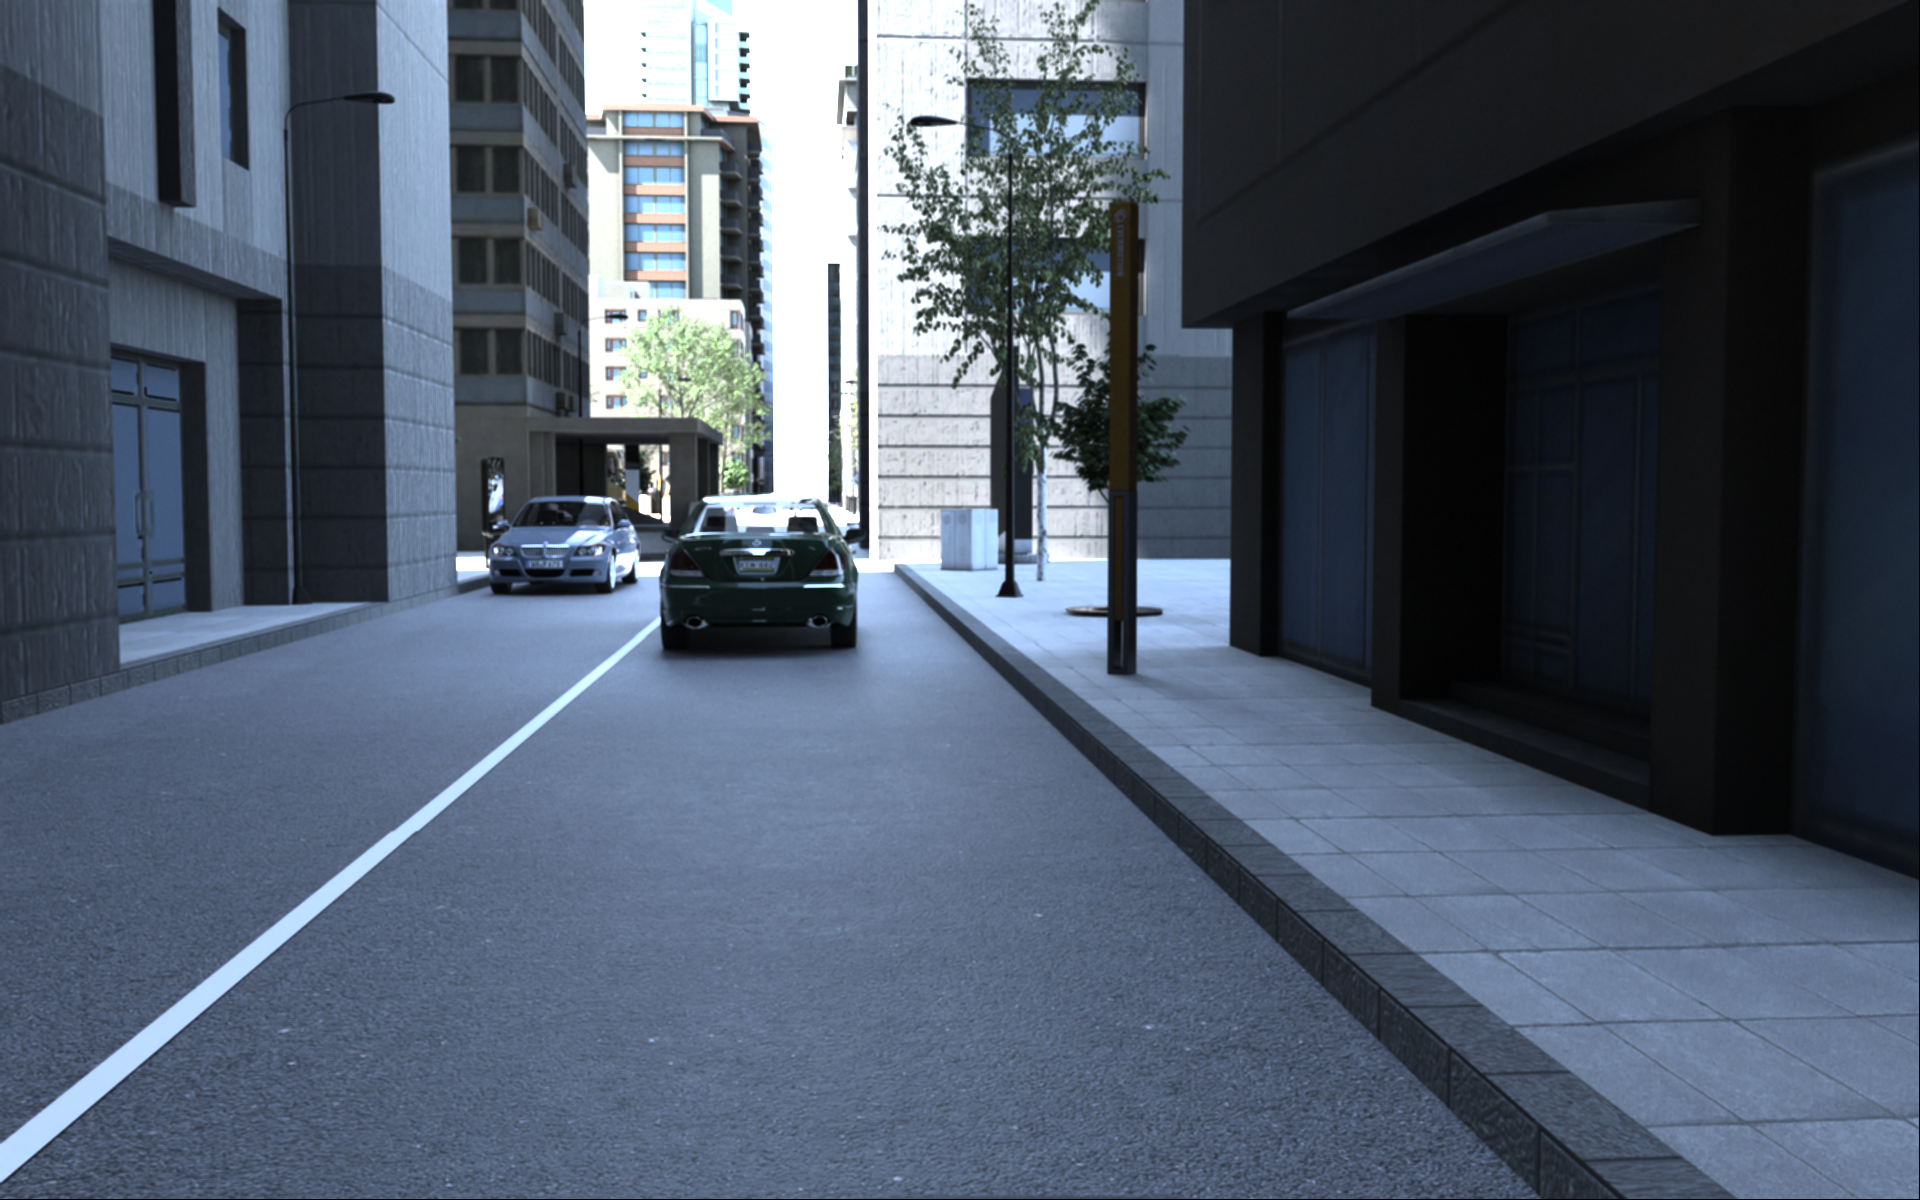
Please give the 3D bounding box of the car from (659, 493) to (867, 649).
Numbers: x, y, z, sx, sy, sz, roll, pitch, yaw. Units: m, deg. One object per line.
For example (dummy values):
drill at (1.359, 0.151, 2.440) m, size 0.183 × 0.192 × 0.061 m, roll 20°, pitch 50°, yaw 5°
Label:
car at (-1.984, -0.349, 17.509) m, size 2.131 × 1.459 × 4.920 m, roll 0°, pitch 4°, yaw -5°

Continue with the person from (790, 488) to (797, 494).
person at (-10.297, -6.061, 107.557) m, size 0.622 × 1.834 × 0.822 m, roll 1°, pitch 4°, yaw 9°

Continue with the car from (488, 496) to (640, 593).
car at (-5.978, -0.889, 26.541) m, size 2.014 × 1.417 × 4.499 m, roll 0°, pitch 4°, yaw -3°

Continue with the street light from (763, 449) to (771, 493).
street light at (-20.676, -12.665, 179.607) m, size 1.470 × 5.913 × 1.316 m, roll 0°, pitch 4°, yaw -5°

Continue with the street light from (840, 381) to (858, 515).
street light at (-4.057, -6.026, 71.071) m, size 1.470 × 5.913 × 1.316 m, roll 0°, pitch 4°, yaw -5°

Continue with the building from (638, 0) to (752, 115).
building at (-42.730, -59.962, 293.054) m, size 22.319 × 86.520 × 31.000 m, roll 0°, pitch 4°, yaw -5°

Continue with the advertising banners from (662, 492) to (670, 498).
advertising banners at (-23.091, -8.707, 138.540) m, size 2.074 × 3.025 × 0.090 m, roll 0°, pitch 4°, yaw 1°

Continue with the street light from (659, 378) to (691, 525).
street light at (-11.449, -5.925, 69.417) m, size 1.470 × 5.913 × 1.316 m, roll 0°, pitch 4°, yaw -5°

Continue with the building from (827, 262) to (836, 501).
building at (-16.449, -38.074, 306.103) m, size 14.154 × 41.232 × 14.086 m, roll 0°, pitch 4°, yaw -5°

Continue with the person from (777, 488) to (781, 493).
person at (-10.792, -5.835, 104.180) m, size 0.850 × 1.792 × 0.678 m, roll 0°, pitch 4°, yaw -1°

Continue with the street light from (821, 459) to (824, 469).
street light at (-15.406, -14.251, 205.549) m, size 1.470 × 5.913 × 1.316 m, roll 0°, pitch 4°, yaw -5°

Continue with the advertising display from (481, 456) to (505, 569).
advertising display at (-8.101, -1.520, 30.068) m, size 0.123 × 1.923 × 0.974 m, roll 0°, pitch 4°, yaw 2°

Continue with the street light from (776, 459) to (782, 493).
street light at (-25.549, -16.204, 237.475) m, size 1.470 × 5.913 × 1.316 m, roll 0°, pitch 4°, yaw -5°

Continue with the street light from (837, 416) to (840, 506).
street light at (-4.728, -6.509, 78.962) m, size 1.470 × 5.913 × 1.316 m, roll 0°, pitch 4°, yaw -5°

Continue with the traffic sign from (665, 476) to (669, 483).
traffic sign at (-11.601, -4.090, 70.507) m, size 0.795 × 2.450 × 0.064 m, roll 0°, pitch 4°, yaw -5°

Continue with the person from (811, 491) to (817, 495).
person at (-13.216, -8.983, 156.172) m, size 0.742 × 1.727 × 0.445 m, roll 0°, pitch 4°, yaw 6°

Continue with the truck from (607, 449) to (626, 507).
truck at (-18.085, -4.760, 73.750) m, size 9.791 × 3.379 × 3.469 m, roll 0°, pitch 4°, yaw -3°

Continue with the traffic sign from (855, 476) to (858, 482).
traffic sign at (-3.932, -4.128, 71.131) m, size 0.795 × 2.450 × 0.064 m, roll 0°, pitch 4°, yaw -5°

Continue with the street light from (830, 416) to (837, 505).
street light at (-6.878, -8.017, 103.616) m, size 1.470 × 5.913 × 1.316 m, roll 0°, pitch 4°, yaw -5°

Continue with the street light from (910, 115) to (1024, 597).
street light at (0.085, -2.992, 21.463) m, size 1.470 × 5.913 × 1.316 m, roll 0°, pitch 4°, yaw -5°

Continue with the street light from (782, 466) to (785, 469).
street light at (-27.633, -17.712, 262.135) m, size 1.470 × 5.913 × 1.316 m, roll 0°, pitch 4°, yaw -5°

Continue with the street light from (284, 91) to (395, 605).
street light at (-7.221, -2.909, 20.102) m, size 1.470 × 5.913 × 1.316 m, roll 0°, pitch 4°, yaw -5°

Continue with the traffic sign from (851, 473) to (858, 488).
traffic sign at (-4.604, -4.614, 79.088) m, size 0.795 × 2.450 × 0.064 m, roll 0°, pitch 4°, yaw -5°

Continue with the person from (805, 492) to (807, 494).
person at (-21.194, -14.065, 239.197) m, size 0.721 × 1.736 × 1.217 m, roll 1°, pitch 4°, yaw 12°

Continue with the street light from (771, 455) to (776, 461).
street light at (-22.724, -14.173, 204.269) m, size 1.470 × 5.913 × 1.316 m, roll 0°, pitch 4°, yaw -5°

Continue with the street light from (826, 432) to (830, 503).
street light at (-9.062, -9.585, 129.254) m, size 1.470 × 5.913 × 1.316 m, roll 0°, pitch 4°, yaw -5°

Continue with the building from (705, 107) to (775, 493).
building at (-39.207, -44.135, 263.599) m, size 21.231 × 58.520 × 28.212 m, roll 0°, pitch 4°, yaw -5°

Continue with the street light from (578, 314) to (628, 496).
street light at (-9.256, -4.417, 44.766) m, size 1.470 × 5.913 × 1.316 m, roll 0°, pitch 4°, yaw -5°

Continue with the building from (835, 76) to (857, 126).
building at (-0.949, -38.374, 216.646) m, size 28.713 × 52.752 × 27.495 m, roll 0°, pitch 4°, yaw -5°

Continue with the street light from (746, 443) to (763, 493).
street light at (-18.548, -11.134, 154.582) m, size 1.470 × 5.913 × 1.316 m, roll 0°, pitch 4°, yaw -5°

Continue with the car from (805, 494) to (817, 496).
car at (-12.575, -8.111, 144.615) m, size 2.014 × 1.417 × 4.499 m, roll 0°, pitch 4°, yaw -5°

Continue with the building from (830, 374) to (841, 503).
building at (-5.871, -25.672, 264.780) m, size 27.650 × 21.520 × 28.899 m, roll 0°, pitch 4°, yaw -5°

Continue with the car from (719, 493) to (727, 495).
car at (-9.204, -3.373, 64.187) m, size 2.155 × 1.783 × 4.494 m, roll 0°, pitch 4°, yaw -7°
